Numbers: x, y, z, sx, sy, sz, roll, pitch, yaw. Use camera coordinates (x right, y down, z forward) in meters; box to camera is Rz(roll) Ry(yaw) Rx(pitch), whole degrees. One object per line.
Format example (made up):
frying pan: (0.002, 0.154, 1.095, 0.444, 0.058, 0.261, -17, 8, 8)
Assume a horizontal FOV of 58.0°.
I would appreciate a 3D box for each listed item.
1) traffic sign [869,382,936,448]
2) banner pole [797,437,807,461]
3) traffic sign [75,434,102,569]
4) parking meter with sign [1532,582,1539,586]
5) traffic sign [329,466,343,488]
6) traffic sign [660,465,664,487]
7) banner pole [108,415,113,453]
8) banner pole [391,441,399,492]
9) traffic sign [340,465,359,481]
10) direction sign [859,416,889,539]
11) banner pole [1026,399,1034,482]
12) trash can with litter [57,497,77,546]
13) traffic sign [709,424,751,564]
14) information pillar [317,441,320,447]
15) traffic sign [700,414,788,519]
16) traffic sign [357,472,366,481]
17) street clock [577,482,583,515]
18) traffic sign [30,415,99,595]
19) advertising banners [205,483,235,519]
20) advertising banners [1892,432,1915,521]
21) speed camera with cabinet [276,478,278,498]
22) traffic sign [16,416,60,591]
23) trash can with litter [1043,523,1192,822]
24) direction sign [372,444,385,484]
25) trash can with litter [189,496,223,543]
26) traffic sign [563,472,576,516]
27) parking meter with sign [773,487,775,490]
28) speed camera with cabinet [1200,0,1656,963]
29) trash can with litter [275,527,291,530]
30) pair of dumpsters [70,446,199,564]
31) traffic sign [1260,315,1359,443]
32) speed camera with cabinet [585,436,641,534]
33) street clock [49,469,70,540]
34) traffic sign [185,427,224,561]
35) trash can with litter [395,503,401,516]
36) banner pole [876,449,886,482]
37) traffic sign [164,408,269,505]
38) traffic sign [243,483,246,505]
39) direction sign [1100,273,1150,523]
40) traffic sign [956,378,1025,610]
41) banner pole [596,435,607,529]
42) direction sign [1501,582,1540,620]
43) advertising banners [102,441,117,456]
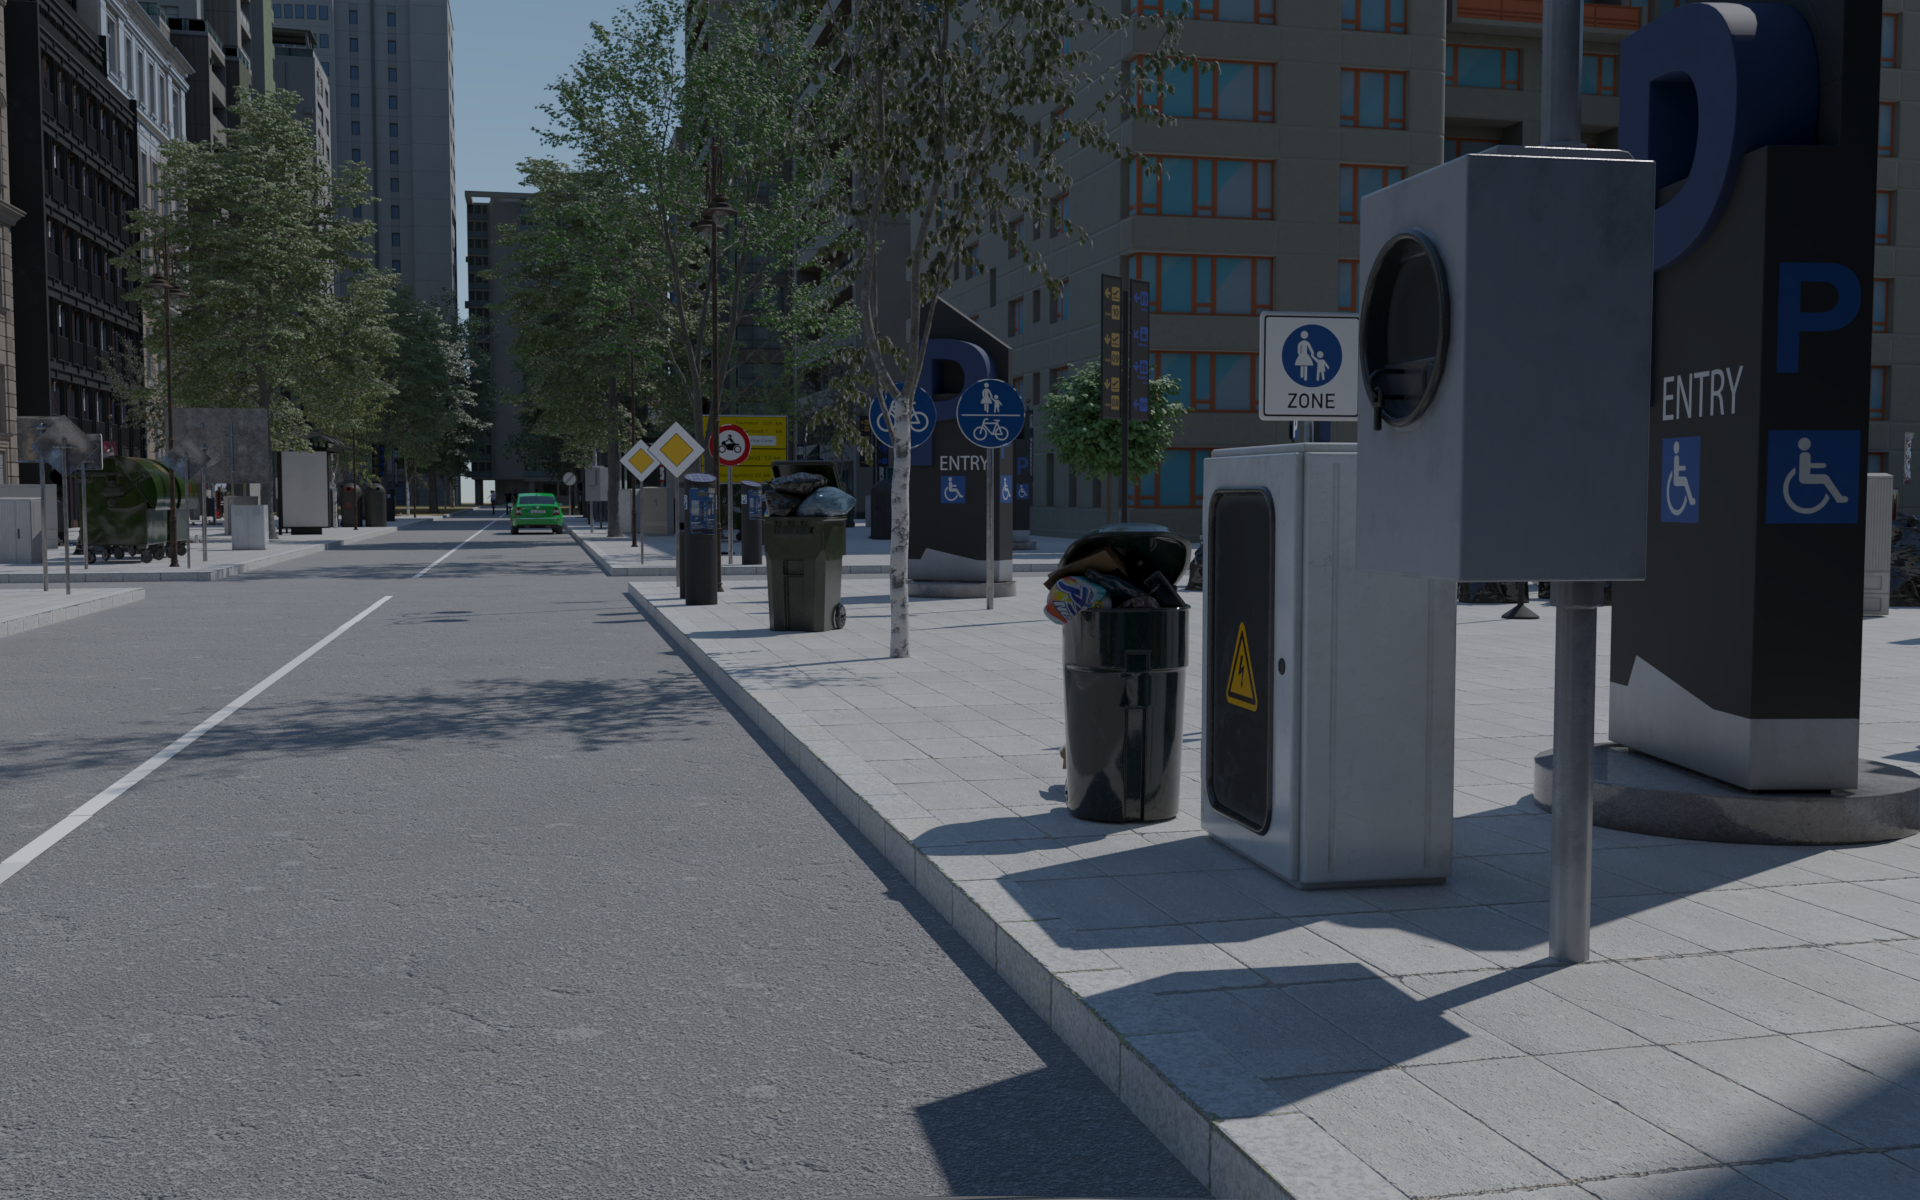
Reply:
traffic sign: (-0.655, -1.202, 19.751, 0.768, 2.556, 0.104, 0, 4, -5)
banner pole: (-6.927, -5.271, 76.204, 0.401, 3.779, 0.863, -3, 5, -44)
traffic sign: (-14.894, -1.671, 29.458, 0.606, 2.300, 0.079, 0, 4, -5)
parking meter with sign: (8.235, -1.679, 23.712, 0.543, 3.016, 1.738, 0, 4, 4)
traffic sign: (-28.647, -4.861, 79.579, 0.768, 2.556, 0.104, 0, 4, -6)
traffic sign: (-12.860, -4.572, 74.855, 0.768, 2.556, 0.104, 0, 4, -7)
banner pole: (-26.650, -3.941, 54.450, 0.401, 3.779, 0.863, -2, 4, -30)
banner pole: (-26.720, -5.620, 81.905, 0.401, 3.779, 0.863, 0, 4, 5)
traffic sign: (-26.282, -4.558, 74.624, 0.768, 2.556, 0.104, -1, 4, -12)
direction sign: (-2.481, -3.549, 50.018, 0.876, 3.537, 0.379, 1, 4, 17)
banner pole: (1.824, -3.381, 45.291, 0.401, 3.779, 0.863, -1, 4, -10)
trash can with litter: (-22.587, -1.923, 42.505, 1.678, 1.210, 2.233, 1, 4, 16)
traffic sign: (-4.202, -1.930, 31.658, 0.768, 2.556, 0.104, -1, 4, -10)
information pillar: (-28.364, -5.215, 76.627, 0.183, 3.616, 0.504, -2, 4, -25)
traffic sign: (-5.550, -3.099, 44.541, 2.265, 3.308, 0.079, -1, 4, -12)
traffic sign: (-28.382, -4.923, 81.671, 0.795, 2.450, 0.064, 0, 4, -8)
street clock: (-23.026, -6.159, 105.276, 0.471, 2.002, 0.358, -1, 4, -20)
traffic sign: (-11.373, -1.125, 22.034, 0.795, 2.450, 0.064, -1, 4, -14)
advertising banners: (-38.324, -5.694, 89.282, 2.074, 3.025, 0.090, 1, 4, 12)
advertising banners: (26.080, -3.193, 48.390, 2.074, 3.025, 0.090, -2, 4, -34)
speed camera with cabinet: (-35.462, -6.009, 92.585, 2.038, 3.252, 0.660, -3, 5, -44)
traffic sign: (-12.084, -1.266, 22.835, 0.606, 2.300, 0.079, -1, 4, -10)
trash can with litter: (0.583, 0.261, 7.123, 0.624, 1.170, 1.055, 0, 4, -6)
direction sign: (-26.454, -5.309, 78.805, 0.379, 3.537, 0.876, 1, 4, 17)
trash can with litter: (-20.501, -2.118, 45.680, 1.678, 1.210, 2.233, -2, 4, -32)
traffic sign: (-22.951, -6.223, 101.856, 0.768, 2.556, 0.104, 0, 4, -7)
parking meter with sign: (-11.117, -6.686, 105.571, 1.738, 3.016, 0.543, -2, 4, -26)
speed camera with cabinet: (1.352, -0.681, 5.470, 0.660, 3.252, 2.038, -1, 4, -11)
trash can with litter: (-24.393, -3.166, 62.826, 2.233, 1.210, 1.678, -3, 5, -43)
pair of dumpsters: (-16.030, -1.911, 33.733, 1.574, 2.255, 4.437, -1, 4, -14)
traffic sign: (1.972, -0.471, 9.830, 0.606, 2.300, 0.079, -1, 4, -11)
speed camera with cabinet: (-11.364, -3.825, 56.876, 2.038, 3.252, 0.660, 2, 4, 32)
street clock: (-24.979, -2.662, 48.095, 0.471, 2.002, 0.358, -1, 4, -19)
traffic sign: (-14.384, -2.007, 32.926, 0.768, 2.556, 0.104, 0, 4, -7)
trash can with litter: (-33.099, -5.437, 99.945, 2.233, 1.210, 1.678, 1, 4, 15)
banner pole: (-4.020, -5.835, 85.421, 0.863, 3.779, 0.401, 1, 4, 12)
traffic sign: (-17.587, -2.885, 41.038, 2.265, 3.308, 0.079, -1, 4, -13)
traffic sign: (-17.211, -2.420, 41.695, 0.606, 2.300, 0.079, 0, 4, -4)
direction sign: (1.734, -1.603, 18.204, 0.379, 3.537, 0.876, 3, 5, 39)
traffic sign: (0.334, -1.167, 19.190, 0.768, 2.556, 0.104, 0, 4, -8)
banner pole: (-13.152, -4.455, 62.856, 0.401, 3.779, 0.863, 1, 4, 13)
direction sign: (5.784, -1.576, 17.769, 0.379, 3.537, 0.876, 2, 4, 26)
advertising banners: (-27.768, -3.781, 58.014, 0.090, 3.025, 2.074, 2, 4, 26)
